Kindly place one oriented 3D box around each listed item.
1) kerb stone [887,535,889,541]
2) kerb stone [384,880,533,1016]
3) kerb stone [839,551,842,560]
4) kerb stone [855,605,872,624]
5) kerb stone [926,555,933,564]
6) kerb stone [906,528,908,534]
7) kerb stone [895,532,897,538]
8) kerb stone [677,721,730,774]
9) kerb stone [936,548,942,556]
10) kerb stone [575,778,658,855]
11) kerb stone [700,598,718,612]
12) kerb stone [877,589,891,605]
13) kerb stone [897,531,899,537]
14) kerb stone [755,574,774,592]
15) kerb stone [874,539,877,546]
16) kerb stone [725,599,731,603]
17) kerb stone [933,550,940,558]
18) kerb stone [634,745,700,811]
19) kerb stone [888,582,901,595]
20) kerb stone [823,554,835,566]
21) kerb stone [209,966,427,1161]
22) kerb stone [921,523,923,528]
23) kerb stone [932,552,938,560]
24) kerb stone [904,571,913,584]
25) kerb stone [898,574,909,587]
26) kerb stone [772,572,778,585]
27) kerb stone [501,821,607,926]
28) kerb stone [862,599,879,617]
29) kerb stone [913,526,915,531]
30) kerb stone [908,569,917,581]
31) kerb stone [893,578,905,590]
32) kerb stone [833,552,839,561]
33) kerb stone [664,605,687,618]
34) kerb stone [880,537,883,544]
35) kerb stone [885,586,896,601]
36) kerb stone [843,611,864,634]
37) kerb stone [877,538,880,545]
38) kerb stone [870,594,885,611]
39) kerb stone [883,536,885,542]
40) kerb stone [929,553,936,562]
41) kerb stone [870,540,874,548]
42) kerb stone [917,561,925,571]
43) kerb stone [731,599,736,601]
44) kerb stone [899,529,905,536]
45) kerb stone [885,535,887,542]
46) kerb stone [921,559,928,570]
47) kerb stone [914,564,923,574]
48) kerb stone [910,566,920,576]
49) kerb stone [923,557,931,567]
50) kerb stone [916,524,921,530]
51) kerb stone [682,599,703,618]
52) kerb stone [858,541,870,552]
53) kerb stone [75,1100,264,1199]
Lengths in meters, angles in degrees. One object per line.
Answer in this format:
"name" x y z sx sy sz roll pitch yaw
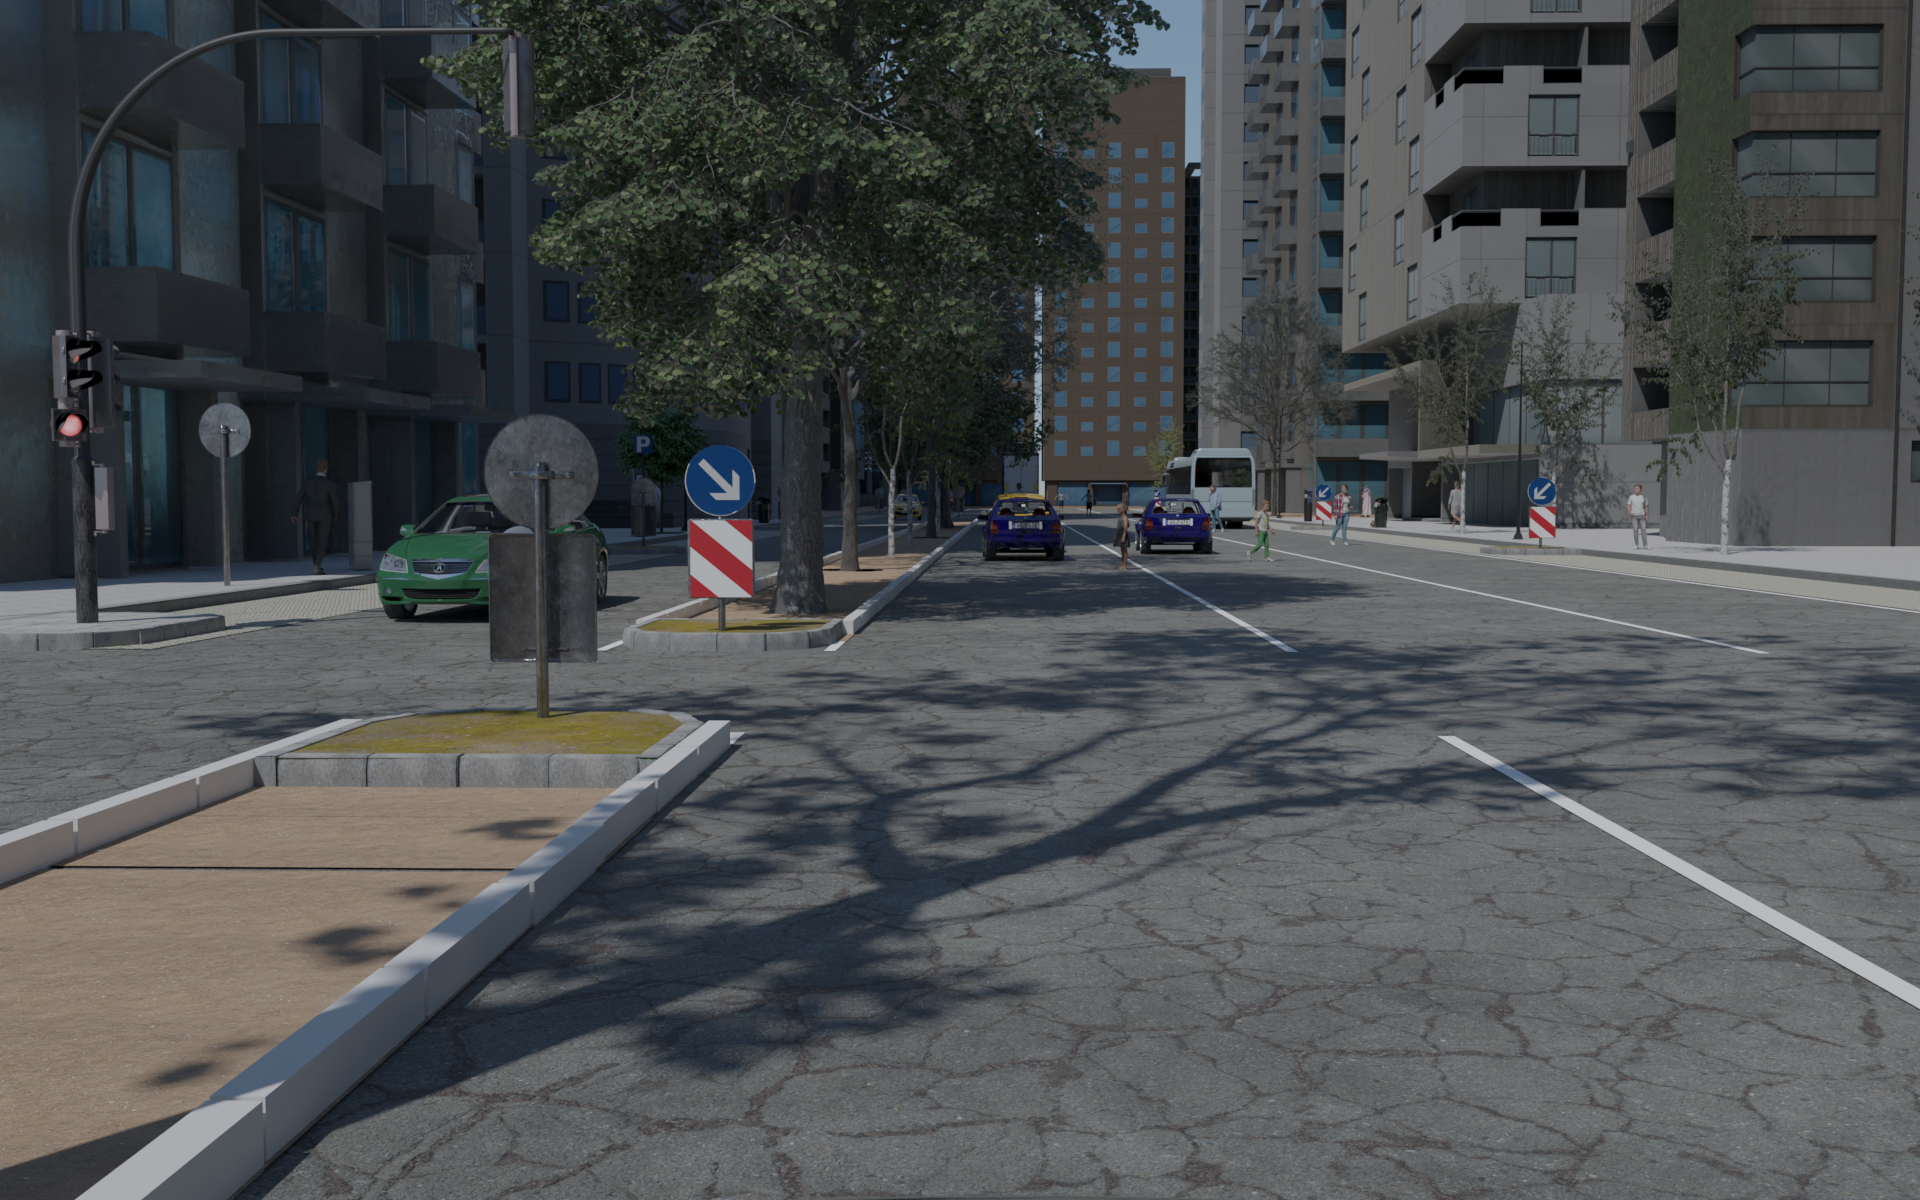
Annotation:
"kerb stone" -2.270 -1.820 51.951 0.120 0.150 1.000 0 4 2
"kerb stone" -1.493 1.039 5.215 0.120 0.150 1.000 0 4 2
"kerb stone" -2.678 -0.940 37.619 0.120 0.150 1.000 0 4 2
"kerb stone" -1.098 0.193 19.122 0.120 0.150 1.000 0 4 2
"kerb stone" -0.670 -0.753 34.514 0.120 0.150 1.000 0 4 2
"kerb stone" -2.013 -2.379 61.159 0.120 0.150 1.000 0 4 2
"kerb stone" -2.177 -2.008 55.028 0.120 0.150 1.000 0 4 2
"kerb stone" -1.375 0.788 9.307 0.120 0.150 1.000 0 4 2
"kerb stone" -0.546 -1.005 38.626 0.120 0.150 1.000 0 4 2
"kerb stone" -1.438 0.914 7.258 0.120 0.150 1.000 0 4 2
"kerb stone" -3.141 0.061 21.225 0.120 0.150 1.000 0 4 2
"kerb stone" -1.015 0.000 22.202 0.120 0.150 1.000 0 4 2
"kerb stone" -2.158 -2.067 56.050 0.120 0.150 1.000 0 4 2
"kerb stone" -3.000 -0.254 26.350 0.120 0.150 1.000 0 4 2
"kerb stone" -2.421 -1.505 46.841 0.120 0.150 1.000 0 4 2
"kerb stone" -3.113 -0.003 22.250 0.120 0.150 1.000 0 4 2
"kerb stone" -0.580 -0.939 37.592 0.120 0.150 1.000 0 4 2
"kerb stone" -1.403 0.851 8.281 0.120 0.150 1.000 0 4 2
"kerb stone" -0.952 -0.122 24.262 0.120 0.150 1.000 0 4 2
"kerb stone" -2.732 -0.811 35.575 0.120 0.150 1.000 0 4 2
"kerb stone" -1.524 1.101 4.189 0.120 0.150 1.000 0 4 2
"kerb stone" -1.722 -3.010 71.413 0.120 0.150 1.000 0 4 2
"kerb stone" -0.609 -0.879 36.562 0.120 0.150 1.000 0 4 2
"kerb stone" -0.864 -0.314 27.334 0.120 0.150 1.000 0 4 2
"kerb stone" -0.904 -0.252 26.313 0.120 0.150 1.000 0 4 2
"kerb stone" -2.967 -0.317 27.378 0.120 0.150 1.000 0 4 2
"kerb stone" -1.455 0.976 6.236 0.120 0.150 1.000 0 4 2
"kerb stone" -1.074 0.125 20.145 0.120 0.150 1.000 0 4 2
"kerb stone" -1.894 -2.630 65.270 0.120 0.150 1.000 0 4 2
"kerb stone" -0.837 -0.374 28.356 0.120 0.150 1.000 0 4 2
"kerb stone" -0.933 -0.188 25.285 0.120 0.150 1.000 0 4 2
"kerb stone" -2.712 -0.879 36.597 0.120 0.150 1.000 0 4 2
"kerb stone" -3.199 0.186 19.174 0.120 0.150 1.000 0 4 2
"kerb stone" -2.355 -1.632 48.885 0.120 0.150 1.000 0 4 2
"kerb stone" -0.979 -0.059 23.240 0.120 0.150 1.000 0 4 2
"kerb stone" -1.132 0.254 18.100 0.120 0.150 1.000 0 4 2
"kerb stone" -2.389 -1.570 47.863 0.120 0.150 1.000 0 4 2
"kerb stone" -1.043 0.062 21.180 0.120 0.150 1.000 0 4 2
"kerb stone" -2.327 -1.686 49.907 0.120 0.150 1.000 0 4 2
"kerb stone" -0.634 -0.816 35.536 0.120 0.150 1.000 0 4 2
"kerb stone" -2.444 -1.441 45.819 0.120 0.150 1.000 0 4 2
"kerb stone" -0.760 -0.561 31.439 0.120 0.150 1.000 0 4 2
"kerb stone" -3.081 -0.061 23.272 0.120 0.150 1.000 0 4 2
"kerb stone" -2.064 -2.257 59.115 0.120 0.150 1.000 0 4 2
"kerb stone" -2.308 -1.757 50.929 0.120 0.150 1.000 0 4 2
"kerb stone" -0.724 -0.628 32.460 0.120 0.150 1.000 0 4 2
"kerb stone" -0.779 -0.501 30.412 0.120 0.150 1.000 0 4 2
"kerb stone" -0.810 -0.439 29.378 0.120 0.150 1.000 0 4 2
"kerb stone" -0.692 -0.686 33.493 0.120 0.150 1.000 0 4 2
"kerb stone" -1.758 -2.948 70.390 0.120 0.150 1.000 0 4 2
"kerb stone" -3.172 0.123 20.202 0.120 0.150 1.000 0 4 2
"kerb stone" -2.482 -1.382 44.793 0.120 0.150 1.000 0 4 2
"kerb stone" -1.548 1.164 3.167 0.120 0.150 1.000 0 4 2
